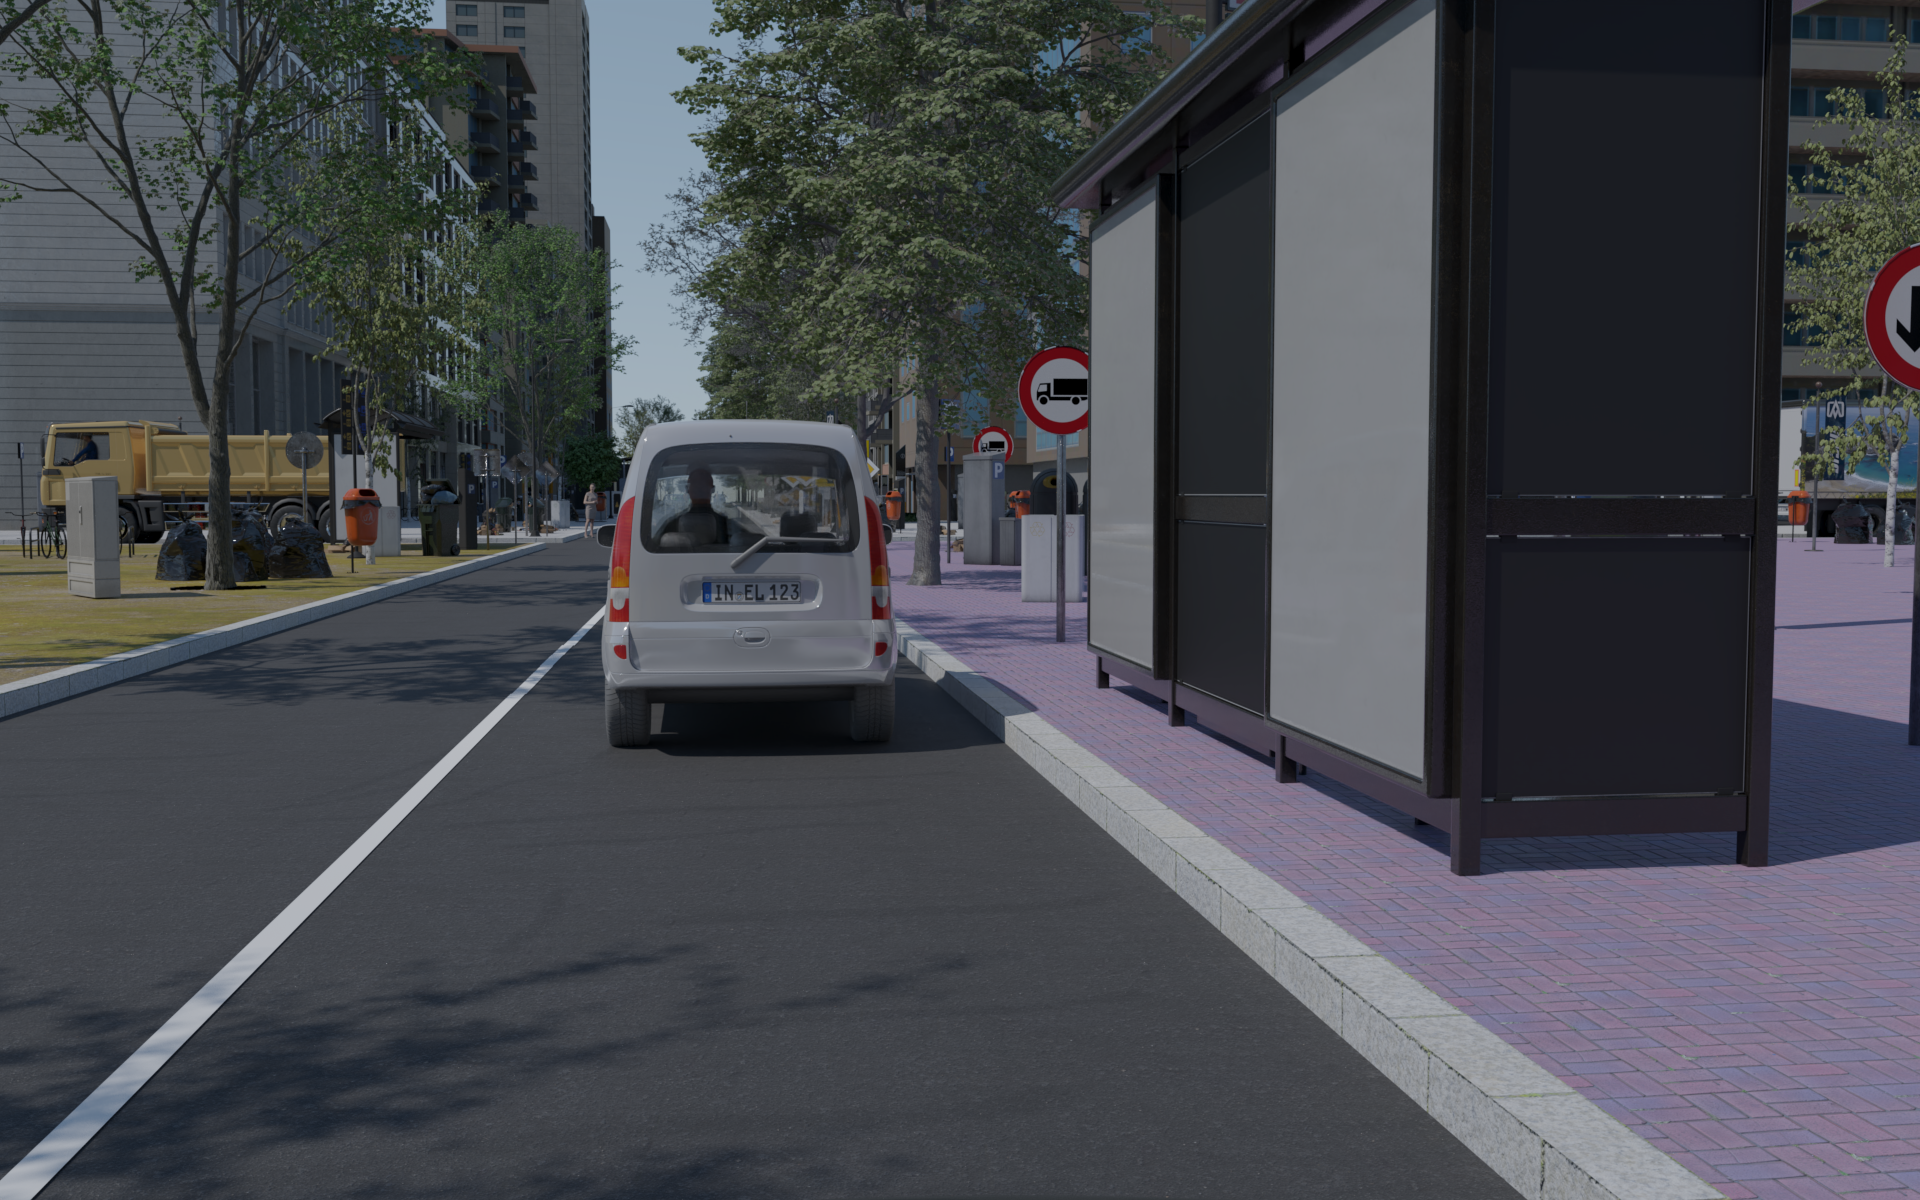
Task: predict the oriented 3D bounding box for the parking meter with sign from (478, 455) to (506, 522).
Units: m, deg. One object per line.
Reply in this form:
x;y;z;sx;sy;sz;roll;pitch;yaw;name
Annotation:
-21.207;-5.019;78.324;1.738;3.016;0.543;3;5;43;parking meter with sign

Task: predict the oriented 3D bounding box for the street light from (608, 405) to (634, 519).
-17.672;-7.197;90.219;1.470;5.913;1.316;0;4;-8;street light

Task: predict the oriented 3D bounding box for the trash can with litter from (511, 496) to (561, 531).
-14.913;-3.018;60.394;2.233;1.210;1.678;0;4;-7;trash can with litter

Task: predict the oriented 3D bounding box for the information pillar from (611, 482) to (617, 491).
-21.046;-6.157;105.166;0.304;2.012;0.304;1;4;15;information pillar

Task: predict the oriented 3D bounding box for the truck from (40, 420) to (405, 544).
-20.263;-3.114;46.843;9.791;3.379;3.469;0;4;-8;truck

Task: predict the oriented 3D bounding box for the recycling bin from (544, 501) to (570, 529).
-15.062;-3.189;64.700;0.722;1.027;0.722;1;4;18;recycling bin

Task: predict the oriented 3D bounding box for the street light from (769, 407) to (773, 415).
-10.201;-7.150;89.441;1.470;5.913;1.316;0;4;-8;street light

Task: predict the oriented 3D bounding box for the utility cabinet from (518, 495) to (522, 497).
-29.943;-6.568;118.548;0.306;1.237;1.020;0;4;6;utility cabinet

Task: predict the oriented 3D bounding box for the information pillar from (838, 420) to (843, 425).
-3.582;-3.792;53.357;0.504;3.616;0.183;0;4;1;information pillar

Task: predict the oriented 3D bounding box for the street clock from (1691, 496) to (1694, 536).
16.700;-2.135;39.474;0.471;2.002;0.358;1;4;11;street clock

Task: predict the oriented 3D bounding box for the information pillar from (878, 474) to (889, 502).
-2.856;-3.670;64.490;0.304;2.012;0.304;-2;4;-25;information pillar

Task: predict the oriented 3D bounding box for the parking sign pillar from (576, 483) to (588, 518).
-19.717;-6.324;91.868;1.447;3.967;1.447;1;4;19;parking sign pillar

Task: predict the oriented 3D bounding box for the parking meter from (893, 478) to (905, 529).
-2.222;-3.524;63.337;0.255;1.863;0.399;3;5;41;parking meter

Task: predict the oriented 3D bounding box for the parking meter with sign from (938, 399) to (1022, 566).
0.430;-2.149;31.390;1.738;3.016;0.543;3;5;39;parking meter with sign

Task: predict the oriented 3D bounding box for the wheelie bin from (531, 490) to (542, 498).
-27.792;-6.472;113.732;0.980;1.594;0.693;3;4;36;wheelie bin

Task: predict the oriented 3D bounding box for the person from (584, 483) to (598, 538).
-12.003;-2.909;56.401;0.374;1.781;0.599;3;5;44;person

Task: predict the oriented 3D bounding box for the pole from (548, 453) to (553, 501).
-20.439;-5.667;86.506;0.158;3.312;0.155;0;3;0;pole

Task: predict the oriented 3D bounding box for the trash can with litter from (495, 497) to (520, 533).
-15.156;-2.813;57.383;0.624;1.170;1.055;0;4;7;trash can with litter

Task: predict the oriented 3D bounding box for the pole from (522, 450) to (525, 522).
-20.238;-5.294;80.403;0.158;3.312;0.155;0;3;0;pole

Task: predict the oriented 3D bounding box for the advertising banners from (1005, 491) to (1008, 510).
1.480;-4.295;66.418;0.090;3.025;2.074;1;4;21;advertising banners

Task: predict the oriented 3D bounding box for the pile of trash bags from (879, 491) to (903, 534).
-2.849;-2.899;57.148;1.912;1.369;3.447;-2;4;-31;pile of trash bags

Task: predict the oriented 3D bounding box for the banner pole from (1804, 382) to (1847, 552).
19.384;-2.979;38.730;0.863;3.779;0.401;0;4;2;banner pole

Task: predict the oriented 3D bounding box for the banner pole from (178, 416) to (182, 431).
-25.049;-4.015;55.668;0.401;3.779;0.863;-1;4;-17;banner pole

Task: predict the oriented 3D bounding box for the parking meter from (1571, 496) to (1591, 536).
9.836;-1.157;27.331;0.372;1.533;0.369;0;3;0;parking meter

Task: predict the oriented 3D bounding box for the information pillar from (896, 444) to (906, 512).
-2.773;-5.510;81.441;0.504;3.616;0.183;-1;4;-22;information pillar

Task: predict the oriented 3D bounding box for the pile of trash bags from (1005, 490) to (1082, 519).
2.974;-2.882;56.875;3.447;1.369;1.912;3;5;41;pile of trash bags

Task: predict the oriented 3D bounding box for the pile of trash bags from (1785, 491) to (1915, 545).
23.227;-2.165;45.145;1.912;1.369;3.447;-3;4;-37;pile of trash bags

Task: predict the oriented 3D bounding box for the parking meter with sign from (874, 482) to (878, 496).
-5.146;-7.069;111.839;1.738;3.016;0.543;1;4;13;parking meter with sign

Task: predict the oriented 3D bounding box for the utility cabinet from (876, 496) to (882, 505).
-3.268;-3.077;61.476;1.020;1.237;0.306;0;4;1;utility cabinet

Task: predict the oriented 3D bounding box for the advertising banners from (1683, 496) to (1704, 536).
16.035;-2.536;37.644;0.090;3.025;2.074;3;4;38;advertising banners

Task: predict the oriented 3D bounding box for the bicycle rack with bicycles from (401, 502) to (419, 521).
-25.334;-4.242;82.743;2.925;0.926;2.852;-3;5;-41;bicycle rack with bicycles

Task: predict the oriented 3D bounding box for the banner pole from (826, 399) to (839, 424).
-3.348;-3.407;45.721;0.401;3.779;0.863;-2;4;-29;banner pole

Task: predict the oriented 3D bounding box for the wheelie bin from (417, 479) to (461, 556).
-10.793;-1.712;35.907;0.980;1.594;0.693;2;4;28;wheelie bin

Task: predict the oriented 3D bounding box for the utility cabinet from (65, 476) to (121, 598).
-10.794;-0.786;21.524;0.318;1.500;1.173;-3;5;-41;utility cabinet

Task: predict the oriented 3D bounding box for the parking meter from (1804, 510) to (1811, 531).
29.231;-3.126;59.516;0.372;1.533;0.369;0;3;0;parking meter

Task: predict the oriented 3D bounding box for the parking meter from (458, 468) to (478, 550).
-11.297;-2.083;39.771;0.255;1.863;0.399;2;4;29;parking meter

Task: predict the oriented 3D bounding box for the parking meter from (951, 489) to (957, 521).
-0.303;-4.458;81.300;0.372;1.533;0.369;0;3;0;parking meter

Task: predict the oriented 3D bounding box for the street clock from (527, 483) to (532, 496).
-26.621;-6.276;107.176;0.471;2.002;0.358;-3;5;-44;street clock

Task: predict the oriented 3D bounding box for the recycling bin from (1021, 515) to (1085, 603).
1.122;-0.504;20.795;0.722;1.027;0.722;0;4;6;recycling bin

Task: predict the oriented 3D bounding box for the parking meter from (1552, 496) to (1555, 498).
26.605;-4.211;77.257;0.372;1.533;0.369;0;3;0;parking meter

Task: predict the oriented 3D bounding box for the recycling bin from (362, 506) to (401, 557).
-11.900;-1.409;35.596;0.722;1.027;0.722;-1;4;-22;recycling bin

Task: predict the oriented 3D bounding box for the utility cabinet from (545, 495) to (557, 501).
-26.510;-6.196;112.473;0.306;1.237;1.020;2;4;35;utility cabinet

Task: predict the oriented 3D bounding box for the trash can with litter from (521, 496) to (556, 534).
-13.612;-2.755;56.436;1.055;1.170;0.624;2;4;29;trash can with litter

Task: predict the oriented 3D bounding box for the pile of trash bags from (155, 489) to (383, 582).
-10.453;-1.040;26.758;1.912;1.369;3.447;2;4;34;pile of trash bags

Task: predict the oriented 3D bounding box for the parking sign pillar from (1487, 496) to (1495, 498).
36.090;-7.946;118.384;1.447;3.967;1.447;-1;4;-8;parking sign pillar

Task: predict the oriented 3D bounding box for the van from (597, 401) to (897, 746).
-1.386;-0.262;11.300;2.013;2.044;4.112;0;4;-8;van

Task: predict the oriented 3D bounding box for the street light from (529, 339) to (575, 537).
-12.239;-4.859;51.991;1.470;5.913;1.316;0;4;-8;street light

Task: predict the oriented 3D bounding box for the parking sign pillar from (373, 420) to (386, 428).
-18.643;-4.042;54.554;1.447;3.967;1.447;0;4;4;parking sign pillar

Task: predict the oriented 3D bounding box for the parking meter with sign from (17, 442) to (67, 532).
-30.889;-3.821;58.732;1.738;3.016;0.543;-1;4;-18;parking meter with sign

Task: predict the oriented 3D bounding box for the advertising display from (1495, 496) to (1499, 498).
30.123;-5.548;95.919;0.974;1.923;0.123;2;4;28;advertising display

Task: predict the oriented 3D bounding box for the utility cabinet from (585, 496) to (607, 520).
-18.038;-4.568;85.850;1.020;1.237;0.306;0;4;1;utility cabinet

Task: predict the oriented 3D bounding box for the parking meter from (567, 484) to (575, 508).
-23.346;-6.007;103.922;0.255;1.863;0.399;2;4;28;parking meter

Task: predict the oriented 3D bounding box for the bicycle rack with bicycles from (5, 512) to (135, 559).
-17.919;-1.327;35.086;2.852;0.926;2.925;-1;4;-22;bicycle rack with bicycles

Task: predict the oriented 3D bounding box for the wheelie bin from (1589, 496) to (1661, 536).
8.235;-0.833;21.536;0.693;1.594;0.980;-2;4;-25;wheelie bin

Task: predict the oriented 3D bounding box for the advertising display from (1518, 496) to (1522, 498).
24.764;-4.420;77.484;0.123;1.923;0.974;-2;4;-25;advertising display

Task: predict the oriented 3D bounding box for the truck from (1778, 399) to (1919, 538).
30.257;-3.921;53.017;11.283;4.237;2.839;0;4;-7;truck

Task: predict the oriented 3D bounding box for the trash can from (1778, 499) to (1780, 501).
22.298;-2.223;47.999;0.748;1.137;0.748;0;3;0;trash can

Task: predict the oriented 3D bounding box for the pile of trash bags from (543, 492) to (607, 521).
-18.687;-4.488;83.130;3.447;1.369;1.912;-1;4;-8;pile of trash bags

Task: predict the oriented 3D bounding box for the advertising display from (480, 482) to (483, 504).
-26.096;-5.504;95.205;0.123;1.923;0.974;1;4;14;advertising display
